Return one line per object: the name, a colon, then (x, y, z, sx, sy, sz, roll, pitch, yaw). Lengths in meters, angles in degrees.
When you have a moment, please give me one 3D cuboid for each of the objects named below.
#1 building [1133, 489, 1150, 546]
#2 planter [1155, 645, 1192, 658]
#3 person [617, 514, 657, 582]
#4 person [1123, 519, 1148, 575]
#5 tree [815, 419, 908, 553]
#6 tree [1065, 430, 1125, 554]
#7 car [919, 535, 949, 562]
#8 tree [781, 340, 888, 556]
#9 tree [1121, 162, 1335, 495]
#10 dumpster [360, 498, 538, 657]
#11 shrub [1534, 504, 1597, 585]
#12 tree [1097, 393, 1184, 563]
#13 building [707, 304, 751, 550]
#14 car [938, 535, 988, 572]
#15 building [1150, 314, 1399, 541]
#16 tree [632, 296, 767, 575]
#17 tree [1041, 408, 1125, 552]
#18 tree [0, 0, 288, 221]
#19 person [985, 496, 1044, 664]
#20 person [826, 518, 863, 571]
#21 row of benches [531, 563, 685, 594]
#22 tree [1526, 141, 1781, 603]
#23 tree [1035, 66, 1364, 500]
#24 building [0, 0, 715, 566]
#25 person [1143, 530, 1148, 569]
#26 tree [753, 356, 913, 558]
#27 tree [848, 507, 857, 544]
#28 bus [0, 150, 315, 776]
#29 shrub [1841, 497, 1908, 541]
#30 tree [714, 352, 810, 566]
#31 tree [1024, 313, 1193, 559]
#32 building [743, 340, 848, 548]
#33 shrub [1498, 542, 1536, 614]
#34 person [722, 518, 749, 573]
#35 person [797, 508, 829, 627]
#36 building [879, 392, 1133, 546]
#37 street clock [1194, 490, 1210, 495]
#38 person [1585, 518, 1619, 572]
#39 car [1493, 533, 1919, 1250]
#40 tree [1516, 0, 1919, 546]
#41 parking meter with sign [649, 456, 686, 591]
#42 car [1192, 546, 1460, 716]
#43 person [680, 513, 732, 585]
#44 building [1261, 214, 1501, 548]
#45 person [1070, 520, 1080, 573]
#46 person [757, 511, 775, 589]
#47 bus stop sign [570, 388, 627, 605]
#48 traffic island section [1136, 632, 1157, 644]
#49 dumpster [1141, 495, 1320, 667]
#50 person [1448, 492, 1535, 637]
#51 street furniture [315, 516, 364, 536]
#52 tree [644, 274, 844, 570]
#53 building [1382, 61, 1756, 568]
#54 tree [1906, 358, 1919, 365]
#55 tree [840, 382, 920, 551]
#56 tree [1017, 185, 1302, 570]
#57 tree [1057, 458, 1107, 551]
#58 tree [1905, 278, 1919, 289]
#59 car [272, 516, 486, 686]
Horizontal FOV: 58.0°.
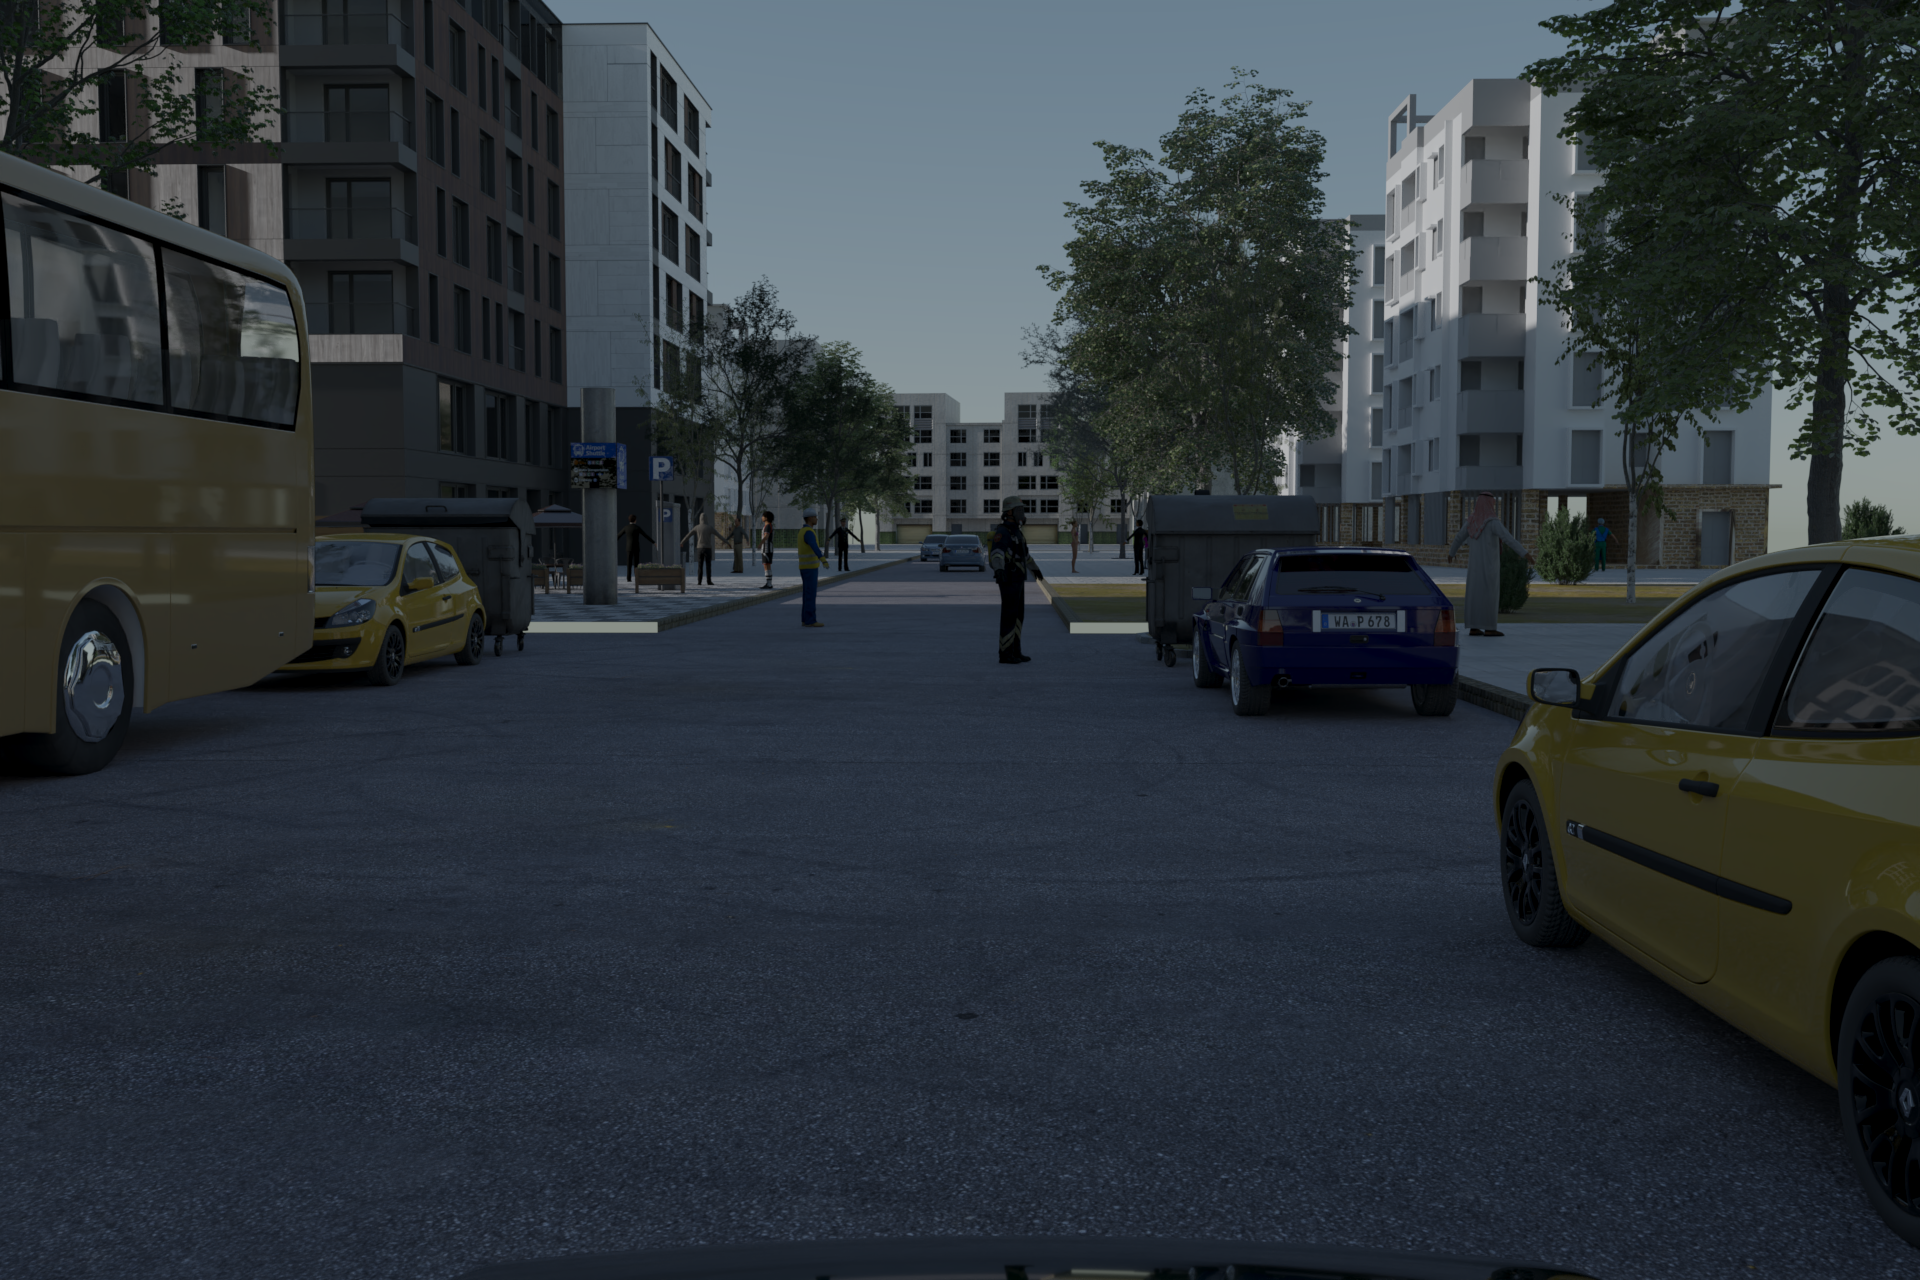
building: (28.579, -19.863, 191.221, 16.747, 18.905, 31.486, 0, 4, 2)
planter: (3.368, 0.021, 20.796, 1.991, 0.319, 1.994, 0, 4, 2)
person: (-8.735, -2.457, 46.356, 1.347, 1.806, 0.705, 1, 4, 14)
person: (5.532, -2.898, 54.102, 1.216, 1.740, 0.721, -3, 5, -42)
tree: (-6.934, -11.222, 117.898, 7.601, 10.594, 8.767, 1, 4, 13)
tree: (8.407, -9.754, 109.834, 4.737, 8.622, 4.395, 0, 3, 0)
car: (-1.157, -4.857, 91.408, 2.014, 1.417, 4.499, 0, 4, 1)
tree: (-7.543, -11.234, 101.808, 7.486, 12.596, 7.792, 0, 3, 0)
tree: (5.784, -5.140, 34.396, 4.360, 8.622, 3.978, 0, 3, 0)
dumpster: (-6.100, -0.764, 20.707, 1.865, 1.857, 1.264, 0, 4, 1)
shrub: (15.172, -2.385, 43.415, 1.690, 2.028, 1.600, 0, 3, 0)
tree: (7.858, -7.777, 77.515, 4.360, 8.622, 3.978, 0, 3, 0)
building: (-24.155, -17.567, 143.643, 16.016, 20.090, 11.380, 0, 4, 1)
car: (0.121, -3.363, 66.993, 2.014, 1.417, 4.499, 0, 4, 2)
building: (26.189, -19.288, 146.291, 19.493, 23.208, 18.063, 0, 4, 2)
tree: (-8.467, -6.342, 54.052, 4.360, 8.622, 3.978, 0, 3, 0)
tree: (9.418, -11.998, 121.928, 9.928, 11.665, 9.643, 0, 3, 0)
tree: (-11.595, -5.772, 20.130, 9.928, 11.665, 9.643, 0, 3, 0)
person: (0.605, -0.673, 19.245, 0.705, 1.856, 1.354, 1, 4, 22)
person: (-4.012, -3.286, 59.658, 1.347, 1.837, 0.705, -2, 4, -26)
row of benches: (-8.015, -1.336, 37.314, 4.104, 0.672, 1.422, -1, 4, -11)
tree: (12.721, -4.988, 31.916, 4.737, 8.622, 4.395, 0, 3, 0)
tree: (6.885, -8.716, 49.157, 9.857, 13.997, 8.962, 0, 3, 0)
building: (-26.466, -13.701, 67.986, 27.936, 21.610, 32.646, 0, 4, 2)
person: (6.851, -3.275, 62.812, 0.599, 1.433, 0.991, -2, 4, -31)
tree: (-6.962, -9.583, 91.092, 8.767, 10.594, 7.601, -2, 4, -27)
tree: (-13.834, -16.459, 219.461, 4.737, 8.622, 4.395, 0, 3, 0)
bus: (-6.401, -0.974, 7.475, 2.896, 3.916, 12.252, 0, 4, 1)
shrub: (18.573, -1.928, 35.559, 1.661, 2.075, 1.752, 0, 3, 0)
tree: (-8.474, -7.262, 69.096, 4.360, 8.622, 3.978, 0, 3, 0)
tree: (8.542, -10.961, 89.584, 12.009, 13.543, 11.850, 0, 3, 0)
building: (-21.056, -18.787, 173.622, 16.747, 18.905, 31.486, 0, 4, 2)
shrub: (8.802, -1.036, 28.062, 1.383, 1.207, 1.383, 0, 3, 0)
person: (-7.302, -3.091, 56.808, 1.348, 1.796, 0.705, 3, 5, 44)
person: (-2.299, -1.126, 26.830, 0.705, 1.833, 1.349, -1, 4, -19)
building: (6.398, -21.644, 222.788, 31.486, 18.905, 16.747, 0, 4, 6)
street clock: (3.952, -1.453, 28.331, 0.358, 2.002, 0.471, 0, 4, 2)
person: (21.865, -3.245, 59.180, 1.347, 1.817, 0.704, 0, 4, -1)
car: (2.770, 0.329, 4.846, 2.015, 1.641, 3.980, 0, 4, 1)
tree: (9.784, -6.162, 18.874, 7.486, 12.596, 7.792, 0, 3, 0)
parking meter with sign: (-6.656, -2.657, 39.700, 0.543, 3.016, 1.738, 0, 4, 2)
car: (3.039, -0.147, 14.983, 1.945, 1.354, 3.894, 0, 4, 1)
person: (-6.396, -2.280, 43.404, 1.348, 1.813, 0.705, 0, 4, 5)
building: (23.452, -15.157, 104.236, 16.016, 20.090, 11.380, 0, 4, 1)
person: (3.868, -3.089, 57.310, 0.721, 1.733, 1.217, 0, 4, 7)
person: (-4.529, -2.102, 40.514, 0.704, 1.843, 1.345, 0, 4, 2)
bus stop sign: (-6.556, -2.597, 31.470, 0.837, 3.901, 0.837, 0, 4, 1)
traffic island section: (3.373, -0.017, 23.151, 1.991, 0.108, 1.994, 0, 4, 1)
dumpster: (2.964, -0.664, 19.080, 1.865, 1.857, 1.264, 0, 4, 1)
person: (6.617, -0.957, 21.788, 0.704, 1.811, 1.347, -2, 4, -32)
street furniture: (-15.376, -2.226, 43.244, 11.010, 1.723, 9.812, -2, 4, -26)
tree: (-7.640, -7.778, 61.579, 7.601, 10.594, 8.767, -1, 4, -13)
building: (23.935, -13.422, 75.873, 16.016, 20.090, 11.380, 0, 4, 1)
tree: (28.345, -8.286, 42.127, 9.857, 13.997, 8.962, 0, 3, 0)
tree: (-6.570, -12.933, 129.589, 7.486, 12.596, 7.792, 0, 3, 0)
tree: (7.200, -9.286, 62.189, 12.009, 13.543, 11.850, 0, 3, 0)
tree: (9.057, -11.039, 130.856, 4.737, 8.622, 4.395, 0, 3, 0)
tree: (20.092, -6.778, 28.941, 7.486, 12.596, 7.792, 0, 3, 0)
car: (-6.147, -0.449, 17.558, 2.015, 1.641, 3.980, 0, 4, 1)
